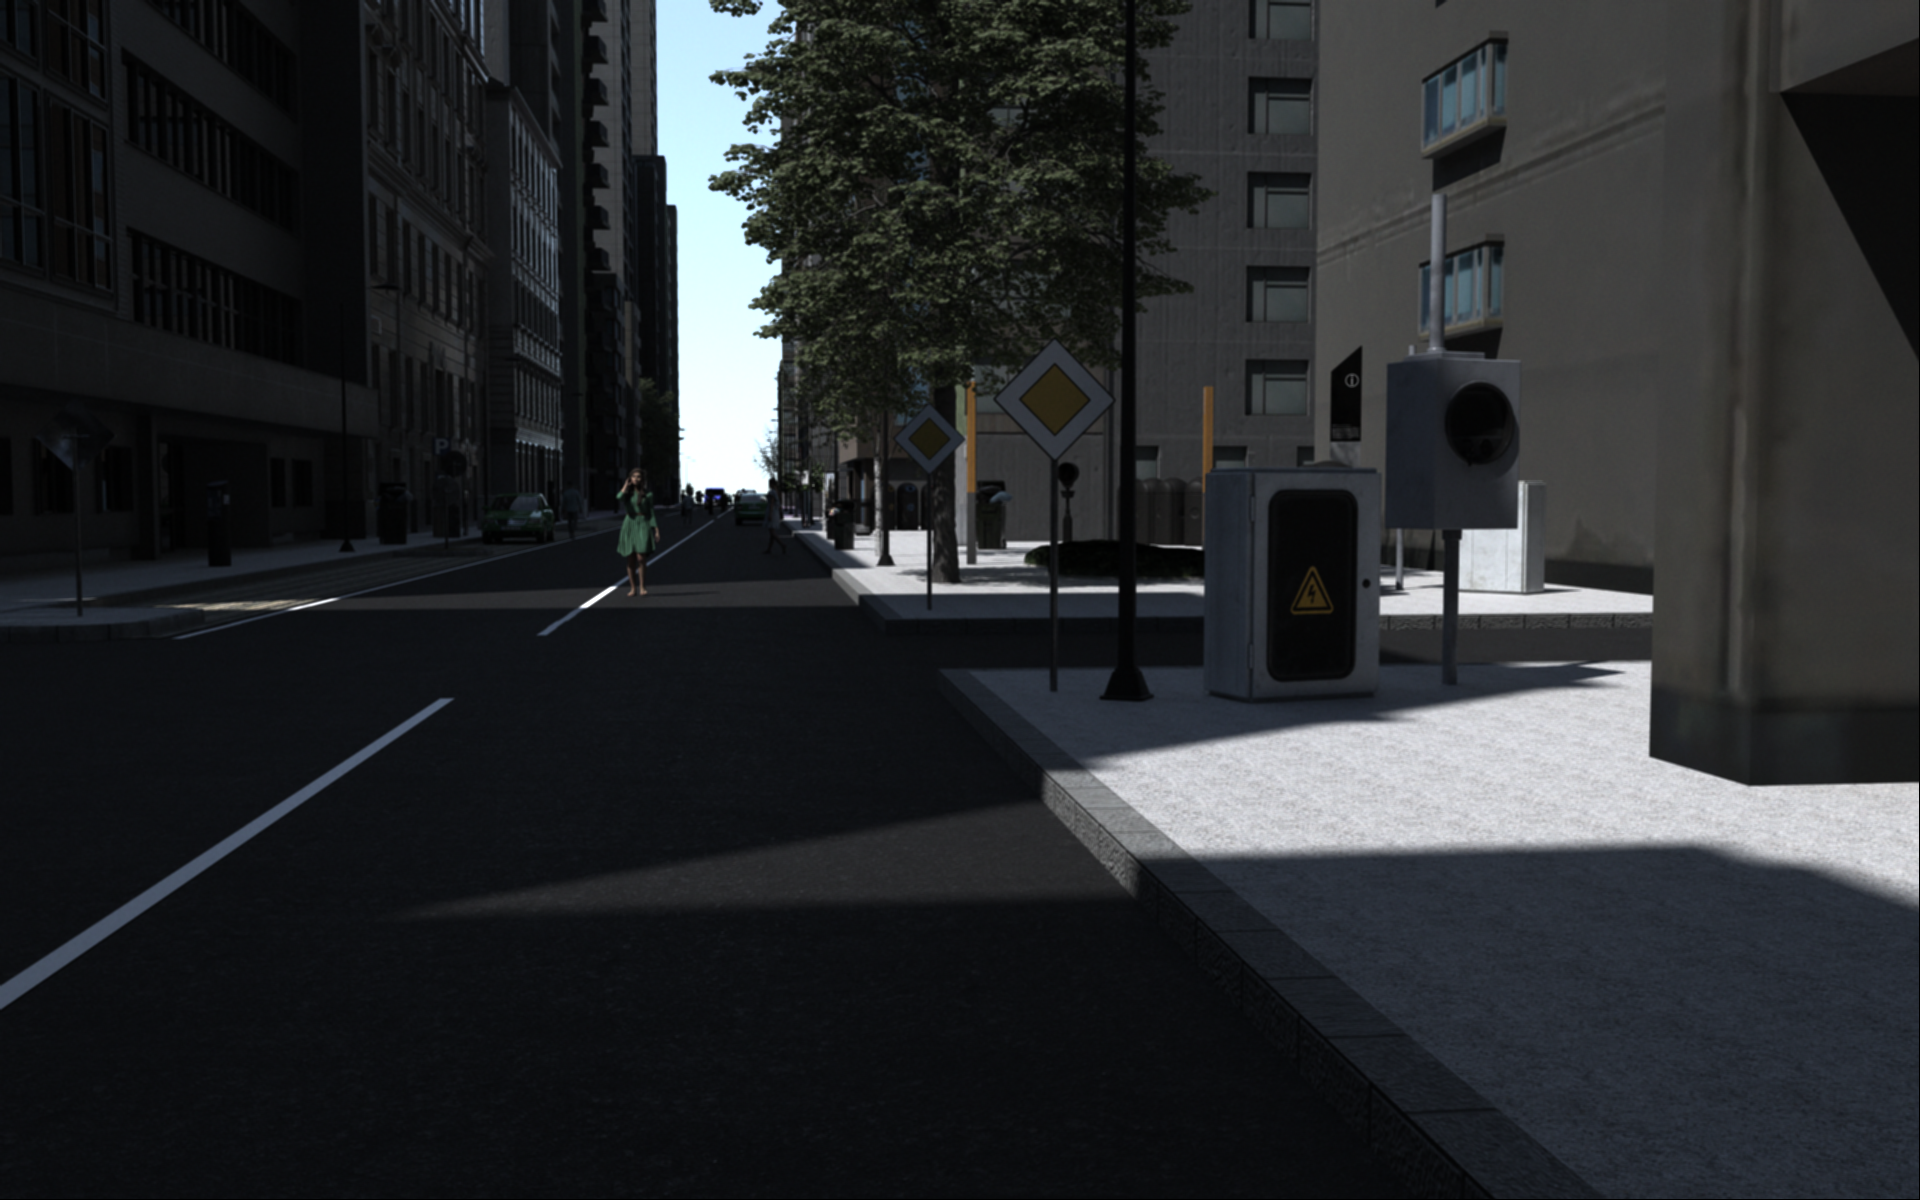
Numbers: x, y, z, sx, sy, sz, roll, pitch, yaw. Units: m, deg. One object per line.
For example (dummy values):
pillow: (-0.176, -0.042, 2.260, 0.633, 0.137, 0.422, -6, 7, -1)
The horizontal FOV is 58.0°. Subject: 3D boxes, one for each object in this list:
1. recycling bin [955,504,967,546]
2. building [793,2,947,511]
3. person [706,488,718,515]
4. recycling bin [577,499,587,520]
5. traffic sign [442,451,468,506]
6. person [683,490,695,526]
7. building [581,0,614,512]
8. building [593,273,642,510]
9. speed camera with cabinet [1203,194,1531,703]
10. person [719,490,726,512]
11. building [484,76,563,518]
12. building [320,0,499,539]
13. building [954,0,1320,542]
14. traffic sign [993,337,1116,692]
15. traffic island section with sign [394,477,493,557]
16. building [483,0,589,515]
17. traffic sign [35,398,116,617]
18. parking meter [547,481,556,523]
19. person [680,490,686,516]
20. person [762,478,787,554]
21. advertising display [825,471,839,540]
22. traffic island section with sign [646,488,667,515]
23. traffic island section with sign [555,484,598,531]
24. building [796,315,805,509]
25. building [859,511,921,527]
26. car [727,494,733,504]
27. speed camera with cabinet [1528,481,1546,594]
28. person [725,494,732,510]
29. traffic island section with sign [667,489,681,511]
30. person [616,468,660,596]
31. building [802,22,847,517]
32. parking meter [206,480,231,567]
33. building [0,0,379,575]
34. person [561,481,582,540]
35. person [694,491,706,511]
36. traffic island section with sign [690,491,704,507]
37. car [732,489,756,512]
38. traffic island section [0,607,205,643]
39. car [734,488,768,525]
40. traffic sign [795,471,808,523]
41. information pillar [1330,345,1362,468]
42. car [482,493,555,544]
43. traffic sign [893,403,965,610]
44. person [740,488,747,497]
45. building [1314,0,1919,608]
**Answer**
recycling bin: (-0.044, -1.855, 42.887, 0.722, 1.027, 0.722, -1, 4, -13)
building: (-8.394, -31.297, 161.819, 14.600, 45.320, 14.200, 0, 4, -7)
person: (-17.379, -6.879, 120.975, 1.348, 1.823, 0.705, 3, 5, 44)
recycling bin: (-19.140, -4.552, 86.980, 0.722, 1.027, 0.722, 0, 4, -6)
traffic sign: (-14.859, -3.108, 50.929, 0.768, 2.556, 0.104, 0, 4, 1)
person: (-12.000, -4.059, 76.679, 0.589, 1.601, 0.330, 1, 4, 12)
building: (-35.864, -28.398, 118.936, 22.147, 44.769, 28.867, 0, 4, -7)
building: (-42.276, -18.559, 148.481, 27.650, 21.520, 28.899, 0, 4, -7)
speed camera with cabinet: (2.598, -1.026, 11.114, 2.038, 3.252, 0.660, -1, 4, -22)
person: (-18.690, -7.785, 136.344, 0.434, 1.755, 0.990, -2, 4, -35)
building: (-24.738, -14.256, 82.236, 9.793, 20.994, 18.267, 0, 4, -7)
building: (-23.890, -16.049, 59.657, 12.463, 27.353, 25.104, 0, 4, -7)
building: (6.422, -22.584, 52.851, 14.154, 41.232, 14.086, 0, 4, -7)
traffic sign: (0.606, -0.463, 11.206, 0.795, 2.450, 0.064, 0, 4, -7)
traffic island section with sign: (-11.865, -1.915, 39.932, 1.989, 1.847, 2.006, 0, 4, -7)
building: (-29.066, -25.346, 98.009, 14.154, 41.232, 14.086, 0, 4, -7)
traffic sign: (-9.225, -0.884, 18.098, 0.795, 2.450, 0.064, 0, 4, -7)
parking meter: (-18.051, -4.332, 76.547, 0.255, 1.863, 0.399, 1, 4, 10)
person: (-17.711, -6.275, 111.907, 0.742, 1.727, 0.445, 0, 4, 7)
person: (-4.400, -2.001, 41.316, 0.778, 1.811, 0.616, 2, 4, 35)
advertising display: (-3.591, -2.652, 48.575, 0.123, 1.923, 0.974, -1, 4, -20)
traffic island section with sign: (-21.125, -6.660, 117.514, 1.989, 1.847, 2.006, 0, 4, -7)
traffic island section with sign: (-15.089, -3.574, 67.060, 1.989, 1.847, 2.006, 0, 4, -7)
building: (0.815, -18.162, 141.980, 27.650, 21.520, 28.899, 0, 4, -7)
building: (1.982, -25.954, 74.456, 14.600, 45.320, 14.200, 0, 4, -7)
car: (-33.011, -14.408, 244.365, 1.959, 1.807, 4.718, -1, 4, -8)
speed camera with cabinet: (6.645, -1.741, 22.800, 2.038, 3.252, 0.660, 3, 5, 45)
person: (-20.741, -8.685, 153.763, 1.065, 1.426, 0.557, 0, 4, 1)
traffic island section with sign: (-24.316, -8.297, 144.280, 1.989, 1.847, 2.006, 0, 4, -7)
person: (-4.523, -0.952, 24.309, 0.600, 1.795, 0.529, -1, 4, -15)
building: (0.480, -34.764, 110.395, 21.231, 58.520, 28.212, 0, 4, -7)
parking meter: (-13.164, -1.367, 30.761, 0.372, 1.533, 0.369, 0, 3, 0)
building: (-21.241, -13.010, 31.781, 14.314, 24.678, 30.058, 0, 4, -7)
person: (-12.326, -2.840, 54.796, 0.638, 1.841, 0.748, 0, 4, 7)
person: (-22.150, -8.465, 147.610, 1.217, 1.736, 0.721, -1, 4, -13)
traffic island section with sign: (-34.029, -13.272, 225.624, 1.989, 1.847, 2.006, 0, 4, -7)
car: (-17.226, -8.017, 139.745, 2.281, 1.827, 5.304, 0, 4, -7)
traffic island section: (-9.247, 0.252, 18.157, 2.009, 0.180, 2.903, 0, 4, -7)
car: (-9.611, -4.430, 81.227, 1.959, 1.807, 4.718, 0, 4, -6)
traffic sign: (-6.949, -4.530, 76.187, 0.606, 2.300, 0.079, 0, 4, 2)
information pillar: (6.099, -2.202, 27.353, 0.504, 3.616, 0.183, 1, 4, 13)
car: (-12.940, -2.571, 50.837, 1.959, 1.807, 4.718, -1, 4, -8)
traffic sign: (-0.341, -0.948, 19.135, 0.795, 2.450, 0.064, 0, 4, -7)
person: (-15.902, -7.236, 126.680, 0.599, 1.838, 0.709, 1, 4, 15)
building: (18.109, -24.887, 30.606, 21.600, 48.544, 21.300, 0, 4, -7)
